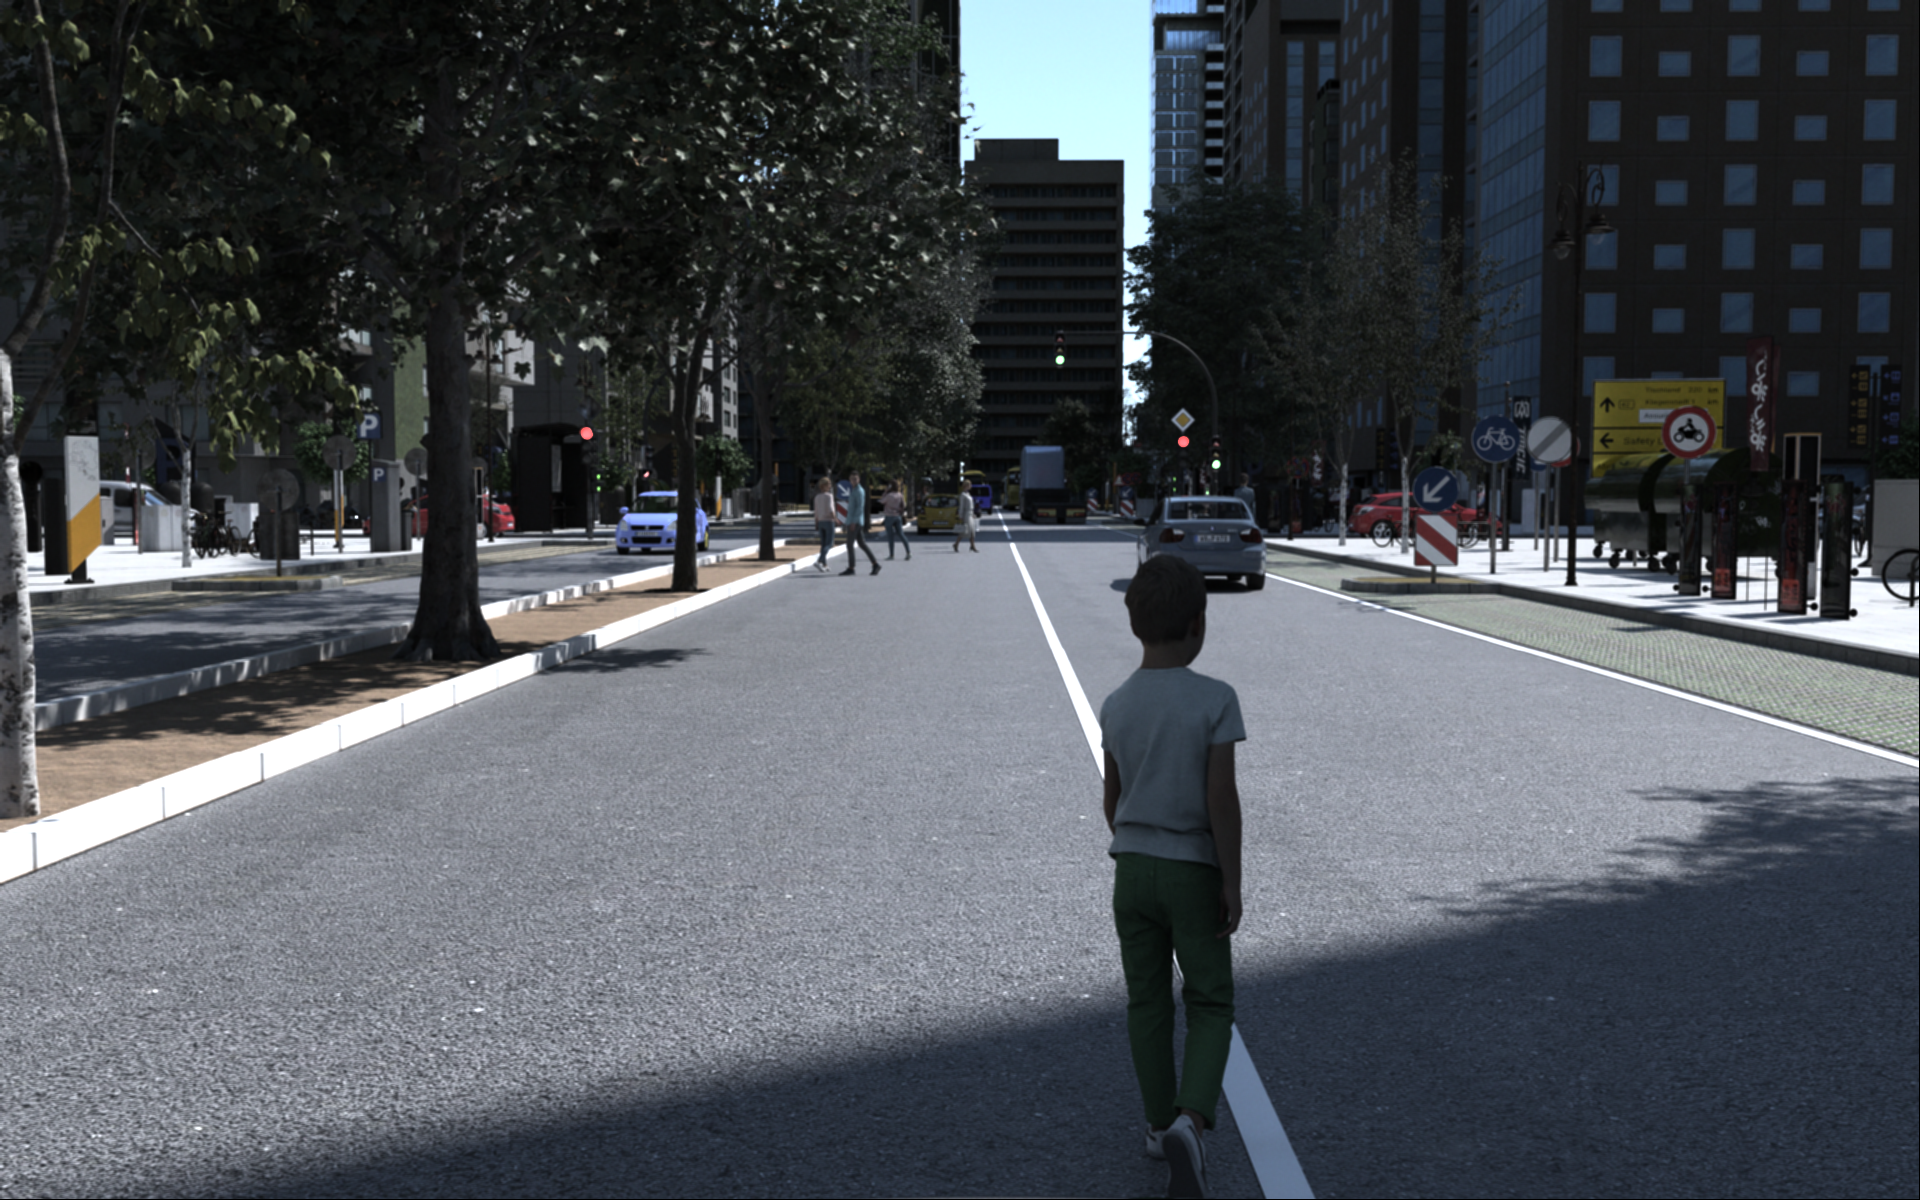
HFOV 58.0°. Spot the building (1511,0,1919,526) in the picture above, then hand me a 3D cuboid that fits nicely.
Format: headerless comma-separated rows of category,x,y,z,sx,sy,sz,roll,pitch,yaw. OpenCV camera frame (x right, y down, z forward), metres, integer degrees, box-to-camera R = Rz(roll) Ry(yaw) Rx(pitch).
building,30.903,-25.967,74.664,14.200,45.320,14.600,0,4,1

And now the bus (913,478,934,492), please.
bus,-4.385,-12.103,192.735,2.948,3.499,13.247,0,4,-1

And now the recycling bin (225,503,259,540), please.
recycling bin,-20.190,-2.211,48.701,0.722,1.027,0.722,0,4,-5

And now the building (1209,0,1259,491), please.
building,36.891,-45.451,181.380,20.563,71.187,20.611,0,4,1

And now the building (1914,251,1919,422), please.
building,61.457,-32.902,79.951,28.212,58.520,21.231,0,4,1

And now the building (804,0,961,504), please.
building,-10.286,-48.945,238.507,20.611,71.187,20.563,0,4,1

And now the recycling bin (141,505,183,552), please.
recycling bin,-17.762,-1.590,38.543,0.722,1.027,0.722,2,4,32

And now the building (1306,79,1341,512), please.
building,31.859,-21.551,124.058,14.160,30.474,14.107,0,4,1

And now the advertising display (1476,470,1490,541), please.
advertising display,14.398,-2.598,47.688,0.123,1.923,0.974,0,4,3

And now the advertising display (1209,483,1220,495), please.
advertising display,14.491,-5.788,99.853,0.974,1.923,0.123,0,4,3

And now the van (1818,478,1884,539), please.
van,28.243,-2.816,53.048,4.112,2.044,2.013,0,4,1

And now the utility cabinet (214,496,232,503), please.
utility cabinet,-29.864,-3.585,69.772,1.020,1.237,0.306,-1,4,-17

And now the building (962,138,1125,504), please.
building,11.212,-37.627,238.895,21.600,48.544,21.300,0,4,1

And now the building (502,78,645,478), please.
building,-34.892,-43.002,141.330,20.563,71.187,20.611,0,4,1

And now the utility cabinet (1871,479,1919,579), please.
utility cabinet,14.299,-1.065,26.099,0.318,1.500,1.173,-1,4,-9

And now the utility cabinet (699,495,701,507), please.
utility cabinet,-16.235,-5.782,105.689,1.020,1.237,0.306,-3,4,-38

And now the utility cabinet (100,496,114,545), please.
utility cabinet,-21.637,-1.962,43.248,0.306,1.237,1.020,1,4,21

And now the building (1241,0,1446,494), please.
building,32.433,-30.594,150.328,14.600,45.320,14.200,0,4,1

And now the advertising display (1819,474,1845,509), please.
advertising display,28.420,-3.151,56.726,0.974,1.923,0.123,0,4,6

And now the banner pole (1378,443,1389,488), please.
banner pole,20.592,-5.759,84.178,0.863,3.779,0.401,-2,4,-31

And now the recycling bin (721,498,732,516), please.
recycling bin,-13.666,-5.356,100.126,0.722,1.027,0.722,1,4,14

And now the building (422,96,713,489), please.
building,-38.892,-35.274,165.976,28.713,52.752,27.495,0,4,1

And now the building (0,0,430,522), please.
building,-32.927,-24.047,76.759,14.154,41.232,14.086,0,4,1

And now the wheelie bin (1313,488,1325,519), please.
wheelie bin,17.260,-4.659,84.075,0.693,1.594,0.980,-3,4,-38

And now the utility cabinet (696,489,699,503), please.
utility cabinet,-12.818,-4.493,82.145,0.318,1.500,1.173,-3,5,-42

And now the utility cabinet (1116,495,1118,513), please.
utility cabinet,11.057,-6.614,119.308,1.020,1.237,0.306,1,4,13

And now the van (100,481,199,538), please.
van,-25.415,-2.825,53.201,4.112,2.044,2.013,0,4,2

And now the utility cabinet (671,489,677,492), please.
utility cabinet,-13.048,-4.402,80.657,0.318,1.500,1.173,2,4,25

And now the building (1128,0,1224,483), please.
building,37.913,-56.626,238.502,31.000,86.520,22.319,0,4,1

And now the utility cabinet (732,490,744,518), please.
utility cabinet,-11.583,-5.001,90.448,0.318,1.500,1.173,0,4,8

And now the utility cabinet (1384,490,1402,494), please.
utility cabinet,22.765,-5.001,90.447,1.173,1.500,0.318,2,4,31

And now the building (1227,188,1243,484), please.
building,32.502,-24.078,165.371,14.160,30.474,14.107,0,4,1

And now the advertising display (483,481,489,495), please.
advertising display,-22.593,-4.714,82.295,0.123,1.923,0.974,1,4,16

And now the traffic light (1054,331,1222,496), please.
traffic light,4.998,-4.509,48.397,4.771,5.953,1.251,0,4,1

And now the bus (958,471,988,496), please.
bus,1.336,-11.630,181.692,2.896,3.916,12.252,0,4,3

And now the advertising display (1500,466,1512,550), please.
advertising display,12.568,-2.119,39.861,0.123,1.923,0.974,1,4,10

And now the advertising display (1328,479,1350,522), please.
advertising display,16.710,-4.353,76.385,0.974,1.923,0.123,1,4,11

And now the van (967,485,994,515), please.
van,1.270,-7.129,120.949,2.240,2.365,5.245,0,3,0

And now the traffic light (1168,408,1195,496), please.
traffic light,7.234,-4.132,56.485,0.839,4.253,0.868,0,4,1

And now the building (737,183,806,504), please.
building,-35.475,-35.819,240.258,28.867,44.769,22.147,0,4,1

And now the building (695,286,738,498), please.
building,-31.536,-25.406,187.085,14.107,30.474,14.160,0,4,1

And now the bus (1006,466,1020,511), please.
bus,5.396,-9.766,151.224,2.896,3.916,12.252,0,4,2

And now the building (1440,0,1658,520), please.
building,30.561,-27.609,101.512,14.600,45.320,14.200,0,4,1

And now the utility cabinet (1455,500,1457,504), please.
utility cabinet,26.016,-4.918,91.574,0.306,1.237,1.020,2,4,26

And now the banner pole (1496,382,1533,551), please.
banner pole,12.437,-2.986,38.830,0.863,3.779,0.401,-1,4,-14

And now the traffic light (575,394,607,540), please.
traffic light,-10.417,-3.662,48.796,0.839,4.253,0.868,0,4,1

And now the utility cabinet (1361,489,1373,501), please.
utility cabinet,18.501,-4.282,78.692,0.318,1.500,1.173,2,4,23

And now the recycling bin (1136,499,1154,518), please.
recycling bin,10.099,-5.002,94.338,0.722,1.027,0.722,-3,4,-37

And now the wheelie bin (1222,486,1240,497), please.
wheelie bin,10.331,-3.532,65.658,0.980,1.594,0.693,0,4,-7

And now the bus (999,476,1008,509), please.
bus,5.383,-10.509,166.685,2.948,3.499,13.247,0,4,0

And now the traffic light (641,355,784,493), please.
traffic light,-8.182,-5.022,56.778,4.771,5.953,1.251,0,4,1
